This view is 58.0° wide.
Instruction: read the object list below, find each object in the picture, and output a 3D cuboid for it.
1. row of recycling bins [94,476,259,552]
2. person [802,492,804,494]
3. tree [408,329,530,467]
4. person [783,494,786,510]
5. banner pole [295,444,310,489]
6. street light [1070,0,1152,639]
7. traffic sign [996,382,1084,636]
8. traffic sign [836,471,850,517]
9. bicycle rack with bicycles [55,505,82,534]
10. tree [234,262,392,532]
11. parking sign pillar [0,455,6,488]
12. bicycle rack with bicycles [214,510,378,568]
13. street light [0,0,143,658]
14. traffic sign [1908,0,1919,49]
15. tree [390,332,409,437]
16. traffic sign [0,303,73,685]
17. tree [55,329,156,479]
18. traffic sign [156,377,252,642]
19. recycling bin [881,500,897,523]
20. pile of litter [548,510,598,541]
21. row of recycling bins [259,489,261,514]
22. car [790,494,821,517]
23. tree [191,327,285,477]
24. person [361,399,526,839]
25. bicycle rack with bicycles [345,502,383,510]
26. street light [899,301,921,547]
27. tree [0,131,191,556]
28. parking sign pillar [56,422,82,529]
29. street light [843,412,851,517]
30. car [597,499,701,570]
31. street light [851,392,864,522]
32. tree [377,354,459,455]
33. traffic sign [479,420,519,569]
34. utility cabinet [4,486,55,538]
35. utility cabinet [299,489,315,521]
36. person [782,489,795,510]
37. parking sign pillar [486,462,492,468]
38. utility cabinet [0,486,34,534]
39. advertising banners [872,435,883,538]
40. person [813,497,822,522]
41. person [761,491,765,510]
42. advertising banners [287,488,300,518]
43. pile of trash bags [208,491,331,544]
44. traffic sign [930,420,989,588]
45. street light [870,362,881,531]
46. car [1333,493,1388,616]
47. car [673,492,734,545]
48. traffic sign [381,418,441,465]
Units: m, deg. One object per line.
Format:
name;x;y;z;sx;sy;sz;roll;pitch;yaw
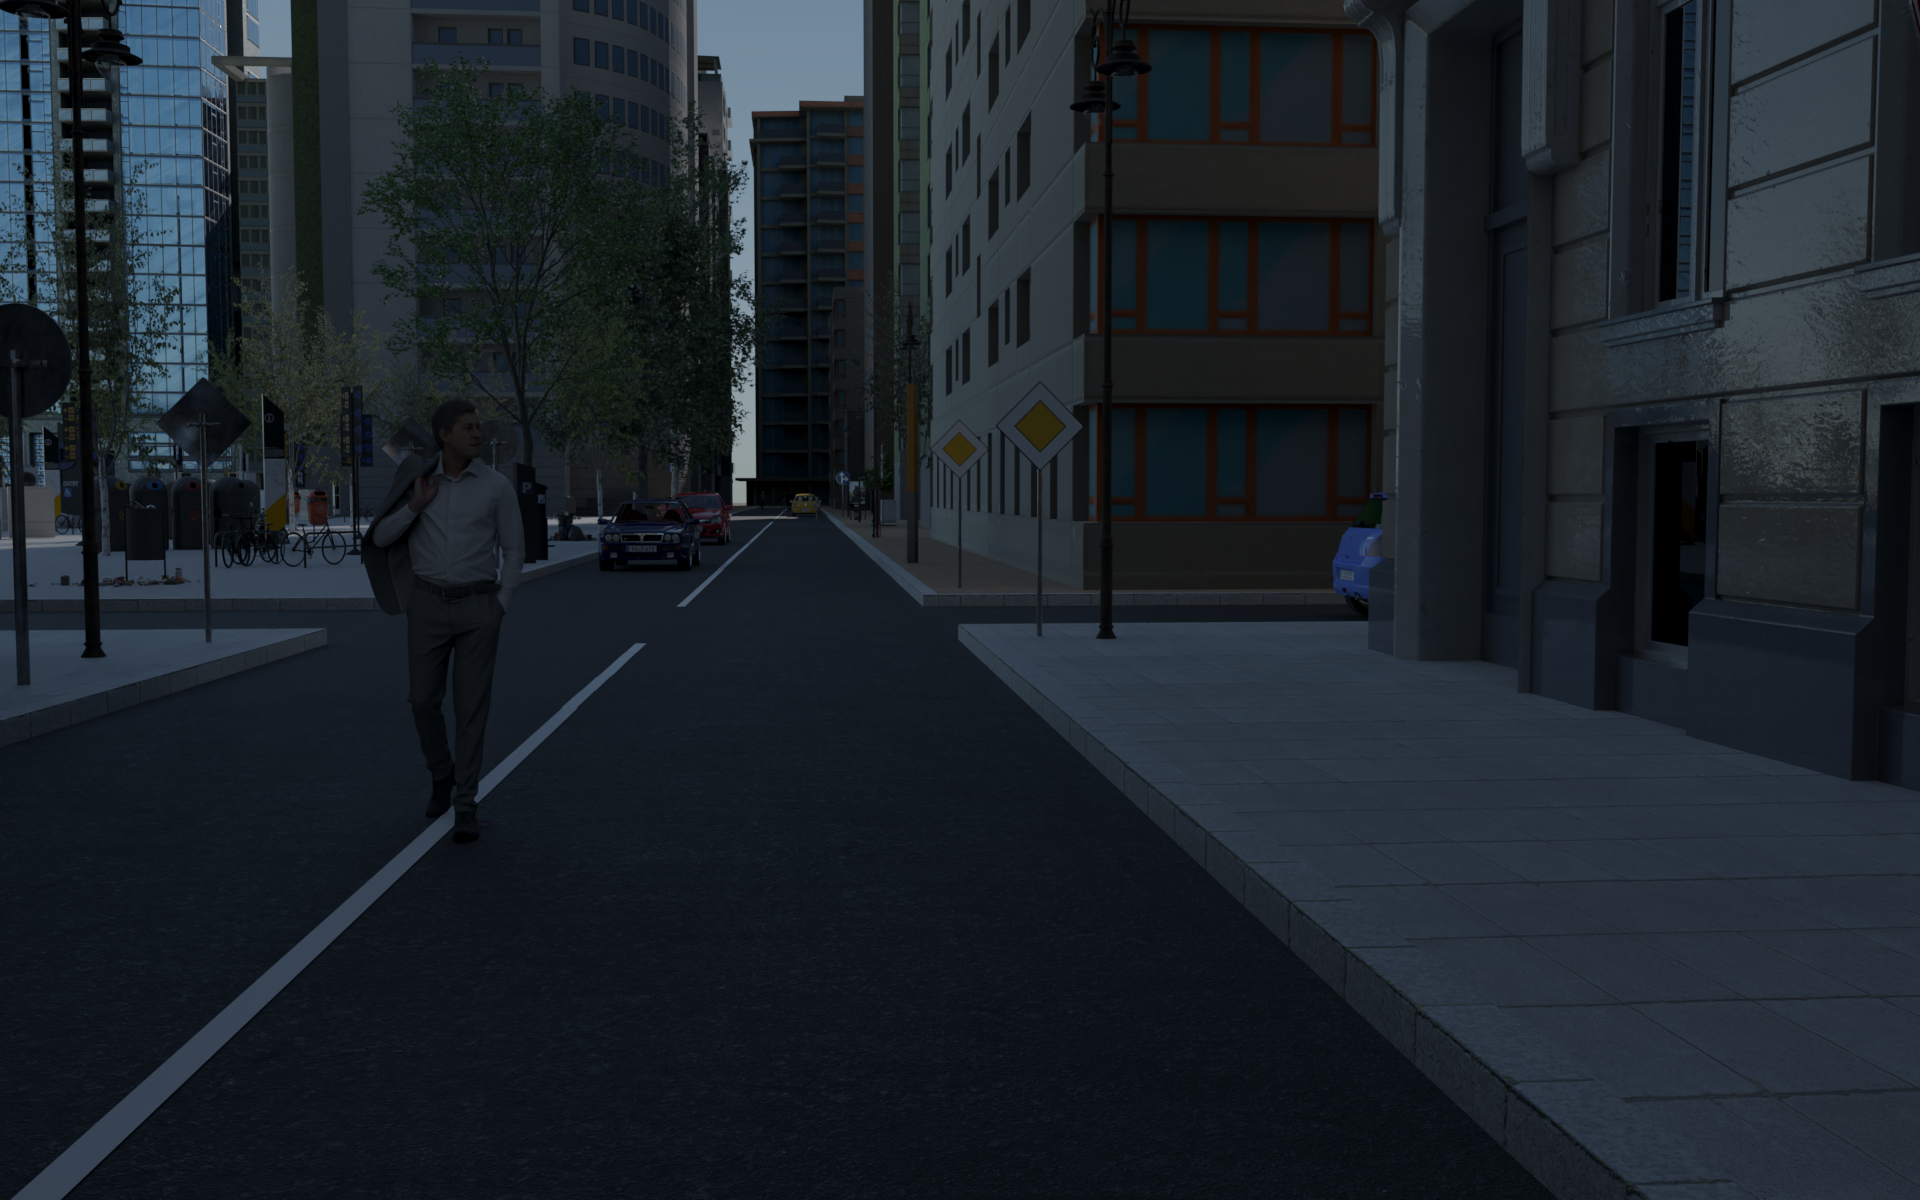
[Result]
row of recycling bins;-18.156;-1.997;39.761;3.534;1.692;1.069;-3;5;-44
person;-12.599;-7.872;138.680;0.415;1.643;0.593;-3;5;-41
tree;-20.470;-7.489;72.801;4.360;8.622;3.978;0;3;0
person;-16.214;-9.033;159.405;0.599;1.433;0.991;0;4;-4
banner pole;-31.663;-5.721;83.550;0.863;3.779;0.401;-3;4;-37
street light;1.299;-2.595;15.215;0.468;5.910;1.993;0;4;-5
traffic sign;0.714;-0.729;15.564;0.795;2.450;0.064;0;4;-5
traffic sign;-6.402;-5.794;94.833;0.768;2.556;0.104;0;4;-4
bicycle rack with bicycles;-27.061;-2.576;55.504;2.925;0.926;2.852;2;4;26
tree;-21.319;-6.425;55.408;4.360;8.622;3.978;0;3;0
parking sign pillar;-47.394;-5.878;84.574;1.447;3.967;1.447;-1;4;-12
bicycle rack with bicycles;-12.202;-1.077;30.994;2.852;0.926;2.925;1;4;14
street light;-6.820;-2.487;13.454;0.468;5.910;1.993;0;4;-5
traffic sign;1.957;-0.175;2.975;0.768;2.556;0.104;0;4;0
tree;-23.562;-7.083;66.177;4.360;8.622;3.978;0;3;0
traffic sign;-6.300;-0.702;11.576;0.768;2.556;0.104;0;4;4
tree;-38.760;-7.814;78.125;4.737;8.622;4.395;0;3;0
traffic sign;-6.502;-0.690;14.931;0.795;2.450;0.064;0;4;-5
recycling bin;-3.291;-4.029;78.420;0.722;1.027;0.722;-1;4;-17
pile of litter;-10.743;-2.058;47.608;1.719;0.858;1.176;2;4;35
row of recycling bins;-21.759;-2.580;49.304;3.534;1.692;1.069;-1;4;-12
car;-9.909;-6.166;111.043;2.015;1.641;3.980;0;4;-5
tree;-32.443;-7.782;77.590;4.737;8.622;4.395;0;3;0
person;-2.211;0.071;7.434;0.679;1.850;0.850;-1;4;-13
bicycle rack with bicycles;-26.210;-3.949;77.948;2.852;0.926;2.925;1;4;15
street light;-1.205;-4.209;41.601;0.468;5.910;1.993;0;4;-5
tree;-17.656;-5.201;35.398;4.360;8.622;3.978;0;3;0
parking sign pillar;-33.206;-4.663;64.708;1.447;3.967;1.447;1;4;17
street light;-6.304;-7.625;97.451;0.468;5.910;1.993;0;4;-5
car;-6.021;-1.297;33.778;1.945;1.354;3.894;0;4;-5
street light;-4.562;-6.465;78.488;0.468;5.910;1.993;0;4;-5
tree;-28.537;-8.649;91.775;4.737;8.622;4.395;0;3;0
traffic sign;-7.935;-1.805;29.625;0.768;2.556;0.104;0;4;-5
utility cabinet;-26.786;-2.524;49.946;1.173;1.500;0.318;-2;4;-34
utility cabinet;-31.060;-4.506;82.352;0.318;1.500;1.173;-3;5;-44
person;-15.243;-8.941;154.312;1.348;1.869;0.705;0;4;3
parking sign pillar;-24.721;-6.175;89.441;1.447;3.967;1.447;2;4;30
utility cabinet;-32.633;-3.110;59.531;1.173;1.500;0.318;-1;4;-12
advertising banners;-2.423;-3.368;51.259;0.090;3.025;2.074;0;4;6
person;-7.204;-4.571;87.508;0.475;1.303;0.640;-3;5;-40
person;-17.967;-9.161;158.816;0.750;1.759;0.617;2;4;31
advertising banners;-34.340;-5.659;88.720;2.074;3.025;0.090;3;4;36
pile of trash bags;-17.998;-2.145;44.817;3.447;1.369;1.912;-3;5;-44
traffic sign;-0.009;-1.216;23.516;0.795;2.450;0.064;0;4;-5
street light;-2.935;-5.354;60.328;0.468;5.910;1.993;0;4;-5
car;6.169;-0.621;19.742;3.694;1.707;1.945;0;4;-6
car;-7.622;-2.516;50.182;2.155;1.783;4.494;0;4;-5
traffic sign;-7.225;-1.177;22.883;0.795;2.450;0.064;0;4;-5
